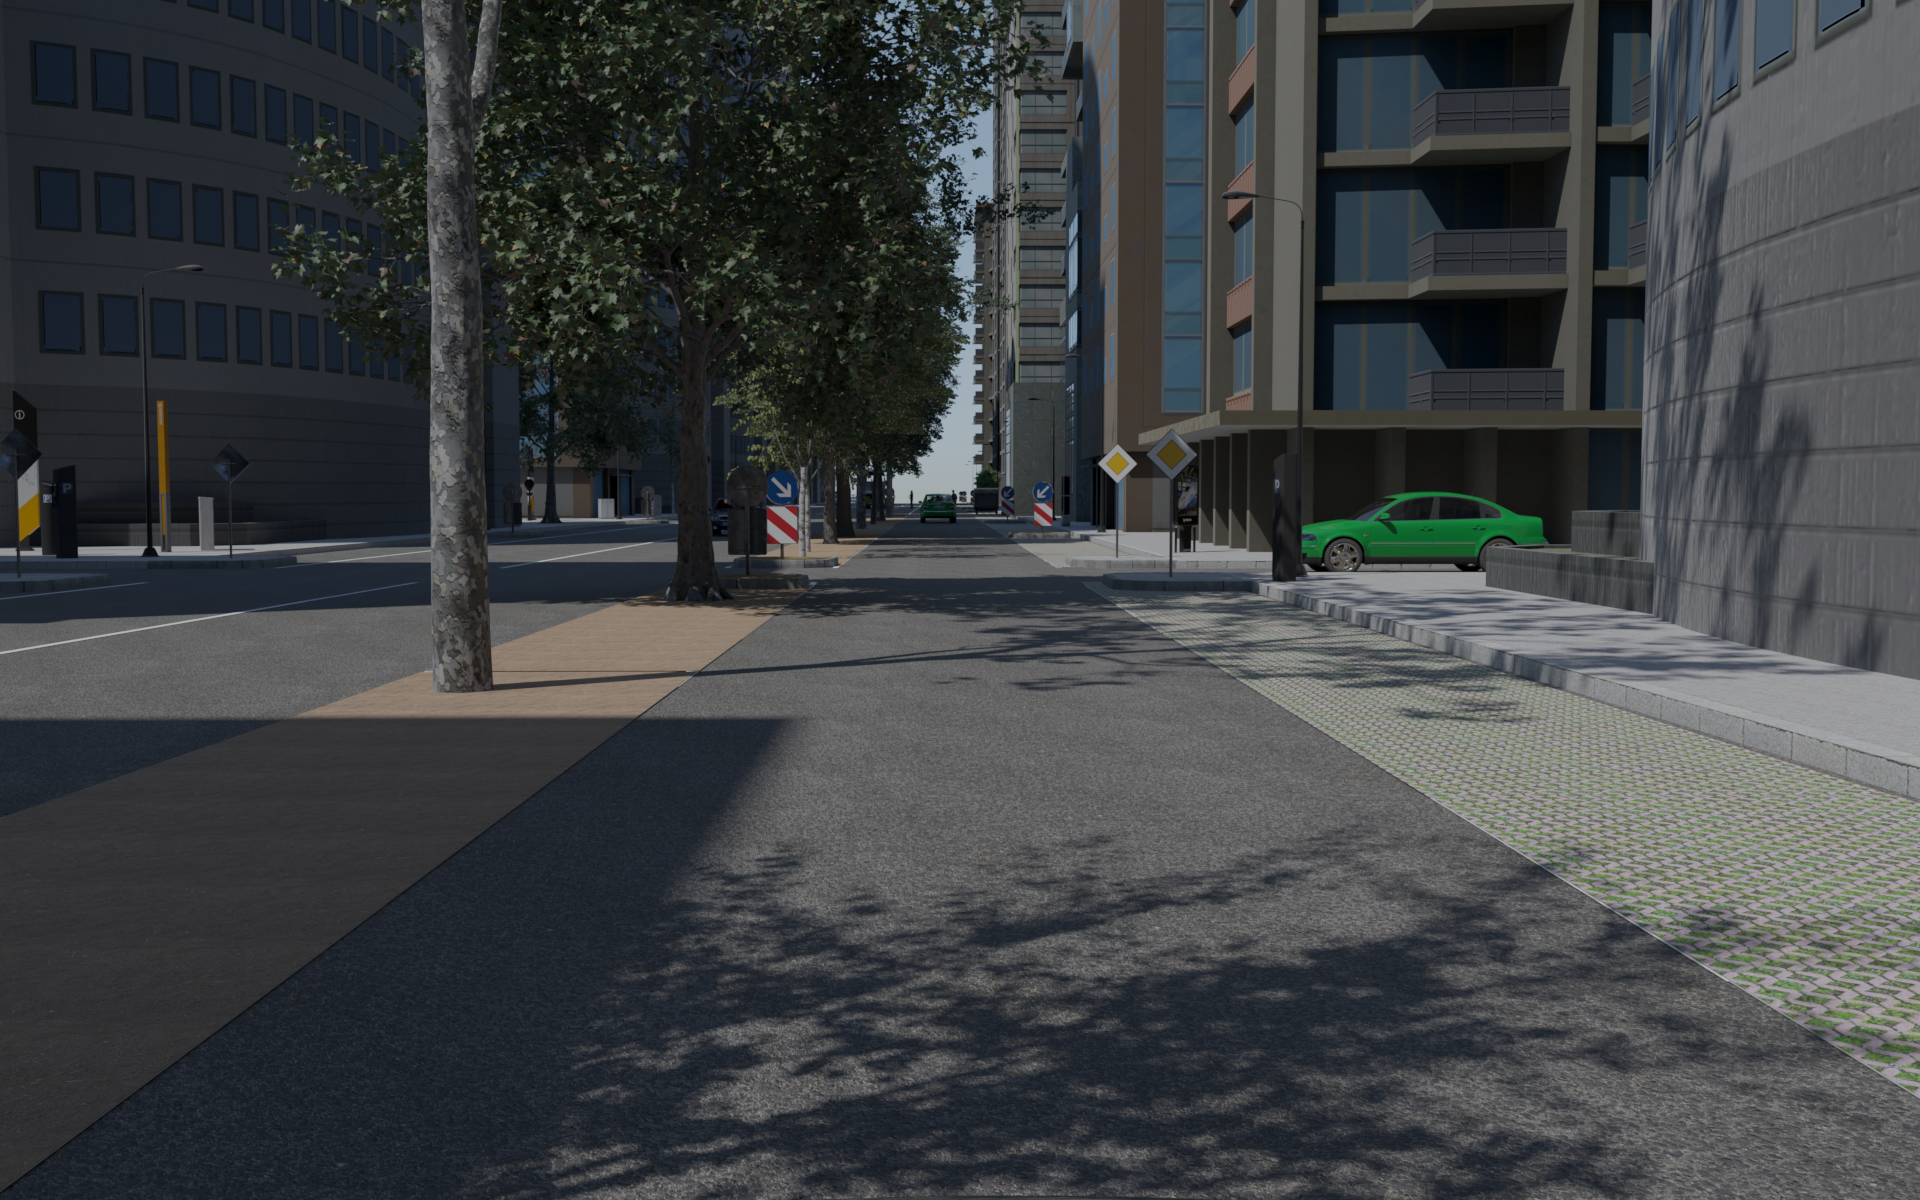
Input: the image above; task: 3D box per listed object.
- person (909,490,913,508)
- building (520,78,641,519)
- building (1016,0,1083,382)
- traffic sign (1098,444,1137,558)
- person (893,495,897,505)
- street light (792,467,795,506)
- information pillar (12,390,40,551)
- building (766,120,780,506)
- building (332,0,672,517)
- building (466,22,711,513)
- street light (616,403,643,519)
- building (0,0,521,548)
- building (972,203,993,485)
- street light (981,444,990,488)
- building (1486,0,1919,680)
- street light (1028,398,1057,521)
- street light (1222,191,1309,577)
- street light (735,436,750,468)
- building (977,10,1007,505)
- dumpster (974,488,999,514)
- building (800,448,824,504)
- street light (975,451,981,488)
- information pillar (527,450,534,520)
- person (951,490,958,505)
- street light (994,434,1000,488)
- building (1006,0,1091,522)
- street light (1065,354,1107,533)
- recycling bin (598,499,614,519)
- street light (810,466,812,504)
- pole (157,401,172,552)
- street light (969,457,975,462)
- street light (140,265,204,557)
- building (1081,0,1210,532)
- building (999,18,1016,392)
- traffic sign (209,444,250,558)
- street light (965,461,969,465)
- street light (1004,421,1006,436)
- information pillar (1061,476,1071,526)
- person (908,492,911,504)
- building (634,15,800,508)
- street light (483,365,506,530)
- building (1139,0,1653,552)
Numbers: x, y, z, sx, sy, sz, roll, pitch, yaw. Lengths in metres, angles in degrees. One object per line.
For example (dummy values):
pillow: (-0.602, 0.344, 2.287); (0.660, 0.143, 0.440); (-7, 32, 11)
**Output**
person: (-4.873, -10.099, 173.637); (0.705, 1.822, 1.348); (-1, 4, -16)
building: (-26.004, -27.270, 95.978); (14.600, 45.320, 14.200); (0, 4, -1)
building: (10.836, -26.740, 120.785); (14.154, 41.232, 14.086); (0, 4, -1)
traffic sign: (3.151, -1.900, 34.714); (0.795, 2.450, 0.064); (0, 4, -1)
person: (-8.911, -13.796, 234.748); (0.721, 1.739, 1.217); (-2, 4, -28)
street light: (-18.122, -13.547, 194.042); (1.470, 5.913, 1.316); (0, 4, -1)
information pillar: (-20.996, -2.910, 38.939); (0.504, 3.616, 0.183); (0, 4, -5)
building: (-25.680, -29.894, 172.367); (14.154, 41.232, 14.086); (0, 4, -1)
building: (-28.627, -35.506, 122.527); (21.231, 58.520, 28.212); (0, 4, -1)
building: (-28.866, -37.229, 150.686); (21.231, 58.520, 28.212); (0, 4, -1)
street light: (-16.711, -7.031, 87.493); (1.470, 5.913, 1.316); (0, 4, -1)
building: (-27.645, -31.224, 52.504); (21.231, 58.520, 28.212); (0, 4, -1)
building: (13.013, -36.694, 254.568); (22.147, 44.769, 28.867); (0, 4, -1)
street light: (2.921, -11.456, 159.851); (1.470, 5.913, 1.316); (0, 4, -1)
building: (17.079, -28.711, 11.422); (21.231, 58.520, 28.212); (0, 4, -1)
street light: (3.992, -6.800, 83.729); (1.470, 5.913, 1.316); (0, 4, -1)
street light: (4.709, -3.312, 26.699); (1.470, 5.913, 1.316); (0, 4, -1)
street light: (-17.260, -10.092, 137.547); (1.470, 5.913, 1.316); (0, 4, -1)
building: (12.653, -48.368, 229.062); (20.563, 71.187, 20.611); (0, 4, -1)
dumpster: (1.879, -7.058, 123.621); (1.865, 1.857, 1.264); (0, 4, -1)
building: (-26.913, -35.018, 256.135); (14.154, 41.232, 14.086); (0, 4, -1)
street light: (2.602, -13.053, 185.960); (1.470, 5.913, 1.316); (0, 4, -1)
information pillar: (-20.956, -5.699, 84.528); (0.183, 3.616, 0.504); (1, 4, 14)
person: (-0.627, -7.669, 134.411); (0.750, 1.759, 0.617); (-2, 4, -33)
street light: (3.293, -9.859, 133.743); (1.470, 5.913, 1.316); (0, 4, -1)
building: (14.295, -47.708, 92.690); (22.319, 86.520, 31.000); (0, 4, -1)
street light: (4.191, -5.203, 57.618); (1.470, 5.913, 1.316); (0, 4, -1)
recycling bin: (-18.213, -4.687, 89.180); (0.722, 1.027, 0.722); (-1, 4, -20)
street light: (-18.487, -15.164, 220.469); (1.470, 5.913, 1.316); (0, 4, -1)
pole: (-17.491, -2.705, 38.067); (0.158, 3.312, 0.155); (0, 3, 0)
street light: (2.164, -14.946, 216.907); (1.470, 5.913, 1.316); (0, 4, -1)
street light: (-16.037, -3.837, 35.276); (1.470, 5.913, 1.316); (0, 4, -1)
building: (12.009, -25.276, 63.371); (14.600, 45.320, 14.200); (0, 4, -1)
building: (18.501, -35.624, 171.690); (28.713, 52.752, 27.495); (0, 4, -1)
traffic sign: (-14.542, -1.887, 34.499); (0.795, 2.450, 0.064); (0, 4, -1)
street light: (1.770, -16.543, 243.015); (1.470, 5.913, 1.316); (0, 4, -1)
street light: (3.473, -8.397, 109.835); (1.470, 5.913, 1.316); (0, 4, -1)
information pillar: (4.214, -3.943, 68.967); (0.304, 2.012, 0.304); (-1, 4, -14)
person: (-7.135, -14.886, 251.960); (0.705, 1.814, 1.350); (-3, 4, -36)
building: (-30.831, -40.621, 206.157); (21.231, 58.520, 28.212); (0, 4, -1)
street light: (-16.317, -5.434, 61.386); (1.470, 5.913, 1.316); (0, 4, -1)
building: (19.630, -23.893, 45.283); (28.867, 44.769, 22.147); (0, 4, -1)
